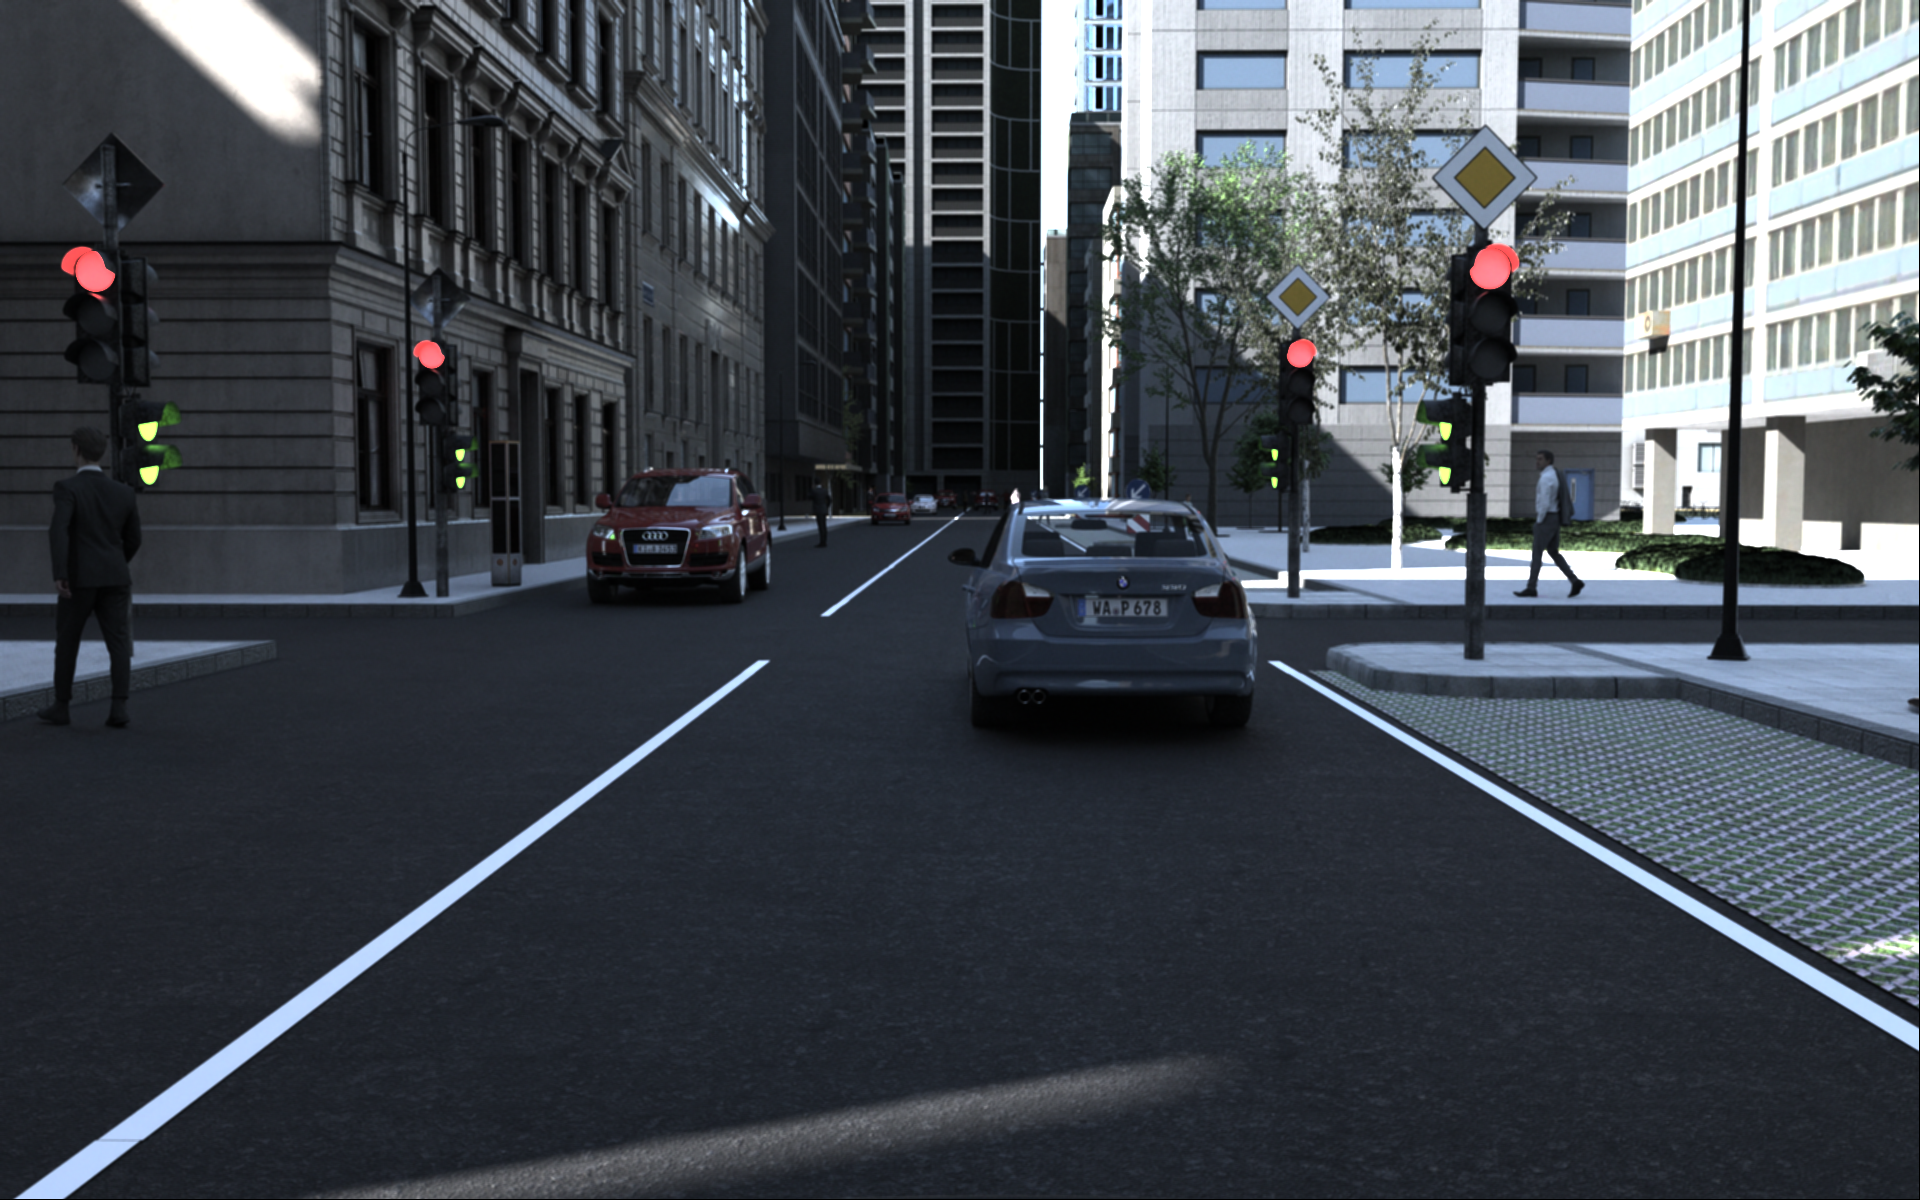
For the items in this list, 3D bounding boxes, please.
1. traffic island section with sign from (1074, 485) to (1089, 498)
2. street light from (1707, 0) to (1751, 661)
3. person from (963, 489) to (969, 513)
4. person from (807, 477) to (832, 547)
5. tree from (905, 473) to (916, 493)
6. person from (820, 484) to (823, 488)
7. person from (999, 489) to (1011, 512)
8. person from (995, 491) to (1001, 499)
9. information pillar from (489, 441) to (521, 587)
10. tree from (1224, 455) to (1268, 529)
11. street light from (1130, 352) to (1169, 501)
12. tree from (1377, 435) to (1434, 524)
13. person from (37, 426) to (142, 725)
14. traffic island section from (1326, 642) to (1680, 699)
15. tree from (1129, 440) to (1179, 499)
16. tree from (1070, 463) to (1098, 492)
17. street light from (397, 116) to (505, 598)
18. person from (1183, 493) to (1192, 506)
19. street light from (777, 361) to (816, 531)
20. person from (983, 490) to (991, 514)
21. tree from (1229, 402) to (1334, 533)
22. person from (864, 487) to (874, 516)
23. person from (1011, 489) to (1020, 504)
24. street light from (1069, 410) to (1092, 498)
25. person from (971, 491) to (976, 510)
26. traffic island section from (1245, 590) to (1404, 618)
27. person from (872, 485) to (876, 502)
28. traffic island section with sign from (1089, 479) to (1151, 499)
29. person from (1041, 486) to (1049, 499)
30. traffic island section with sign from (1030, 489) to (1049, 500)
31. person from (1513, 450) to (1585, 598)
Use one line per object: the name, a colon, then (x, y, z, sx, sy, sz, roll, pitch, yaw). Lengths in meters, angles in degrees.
traffic island section with sign: (5.033, -3.957, 73.324, 1.989, 1.847, 2.006, 0, 4, 1)
street light: (5.450, -2.495, 13.331, 1.470, 5.913, 1.316, 0, 4, 1)
person: (0.442, -7.667, 133.946, 0.705, 1.812, 1.348, 1, 4, 10)
person: (-3.815, -2.381, 46.785, 0.474, 1.900, 0.648, 3, 4, 36)
tree: (-5.050, -10.009, 158.246, 1.663, 3.219, 1.824, 0, 3, 0)
person: (-7.627, -5.433, 94.884, 0.555, 1.821, 0.388, 0, 4, 3)
person: (3.766, -8.063, 140.267, 1.348, 1.831, 0.705, 0, 4, -1)
person: (3.518, -10.021, 173.064, 1.217, 1.735, 0.721, 0, 4, 6)
information pillar: (-6.322, -1.198, 24.082, 0.304, 2.012, 0.304, 1, 4, 20)
tree: (10.494, -4.205, 63.346, 1.663, 3.219, 1.824, 0, 3, 0)
street light: (6.243, -5.149, 56.722, 1.470, 5.913, 1.316, 0, 4, 1)
tree: (14.698, -3.798, 56.702, 1.663, 3.219, 1.824, 0, 3, 0)
person: (-5.428, -0.150, 10.731, 0.755, 1.850, 0.659, 3, 4, 36)
traffic island section: (4.022, 0.538, 13.482, 2.009, 0.180, 2.903, 0, 4, 1)
tree: (7.040, -4.138, 62.265, 1.663, 3.219, 1.824, 0, 3, 0)
tree: (7.569, -6.823, 106.154, 1.663, 3.219, 1.824, 0, 3, 0)
street light: (-6.290, -2.991, 21.439, 1.470, 5.913, 1.316, 0, 4, 1)
person: (6.982, -2.646, 53.553, 0.590, 1.304, 0.306, 3, 5, 44)
street light: (-5.729, -5.397, 60.788, 1.470, 5.913, 1.316, 0, 4, 1)
person: (1.902, -6.976, 123.477, 0.530, 1.710, 0.541, -1, 4, -12)
tree: (10.715, -4.557, 58.221, 4.285, 4.588, 4.351, 0, 3, 0)
person: (-5.306, -5.789, 101.493, 0.445, 1.727, 0.742, 2, 4, 24)
person: (3.294, -5.681, 102.057, 0.551, 1.740, 0.621, -2, 4, -32)
street light: (6.754, -7.558, 96.114, 1.470, 5.913, 1.316, 0, 4, 1)
person: (1.154, -8.932, 155.337, 0.742, 1.727, 0.445, 3, 5, 39)
traffic island section: (4.156, 0.050, 21.466, 2.009, 0.180, 2.903, 0, 4, 1)
person: (-5.343, -6.249, 108.173, 0.705, 1.831, 1.348, 0, 4, -2)
traffic island section with sign: (4.565, -2.289, 46.061, 1.989, 1.847, 2.006, 0, 4, 1)
person: (3.750, -4.207, 77.466, 0.728, 1.800, 0.709, -2, 4, -29)
traffic island section with sign: (5.889, -7.053, 123.945, 1.989, 1.847, 2.006, 0, 4, 1)
person: (7.331, -0.940, 21.506, 0.850, 1.850, 0.679, 2, 4, 32)
